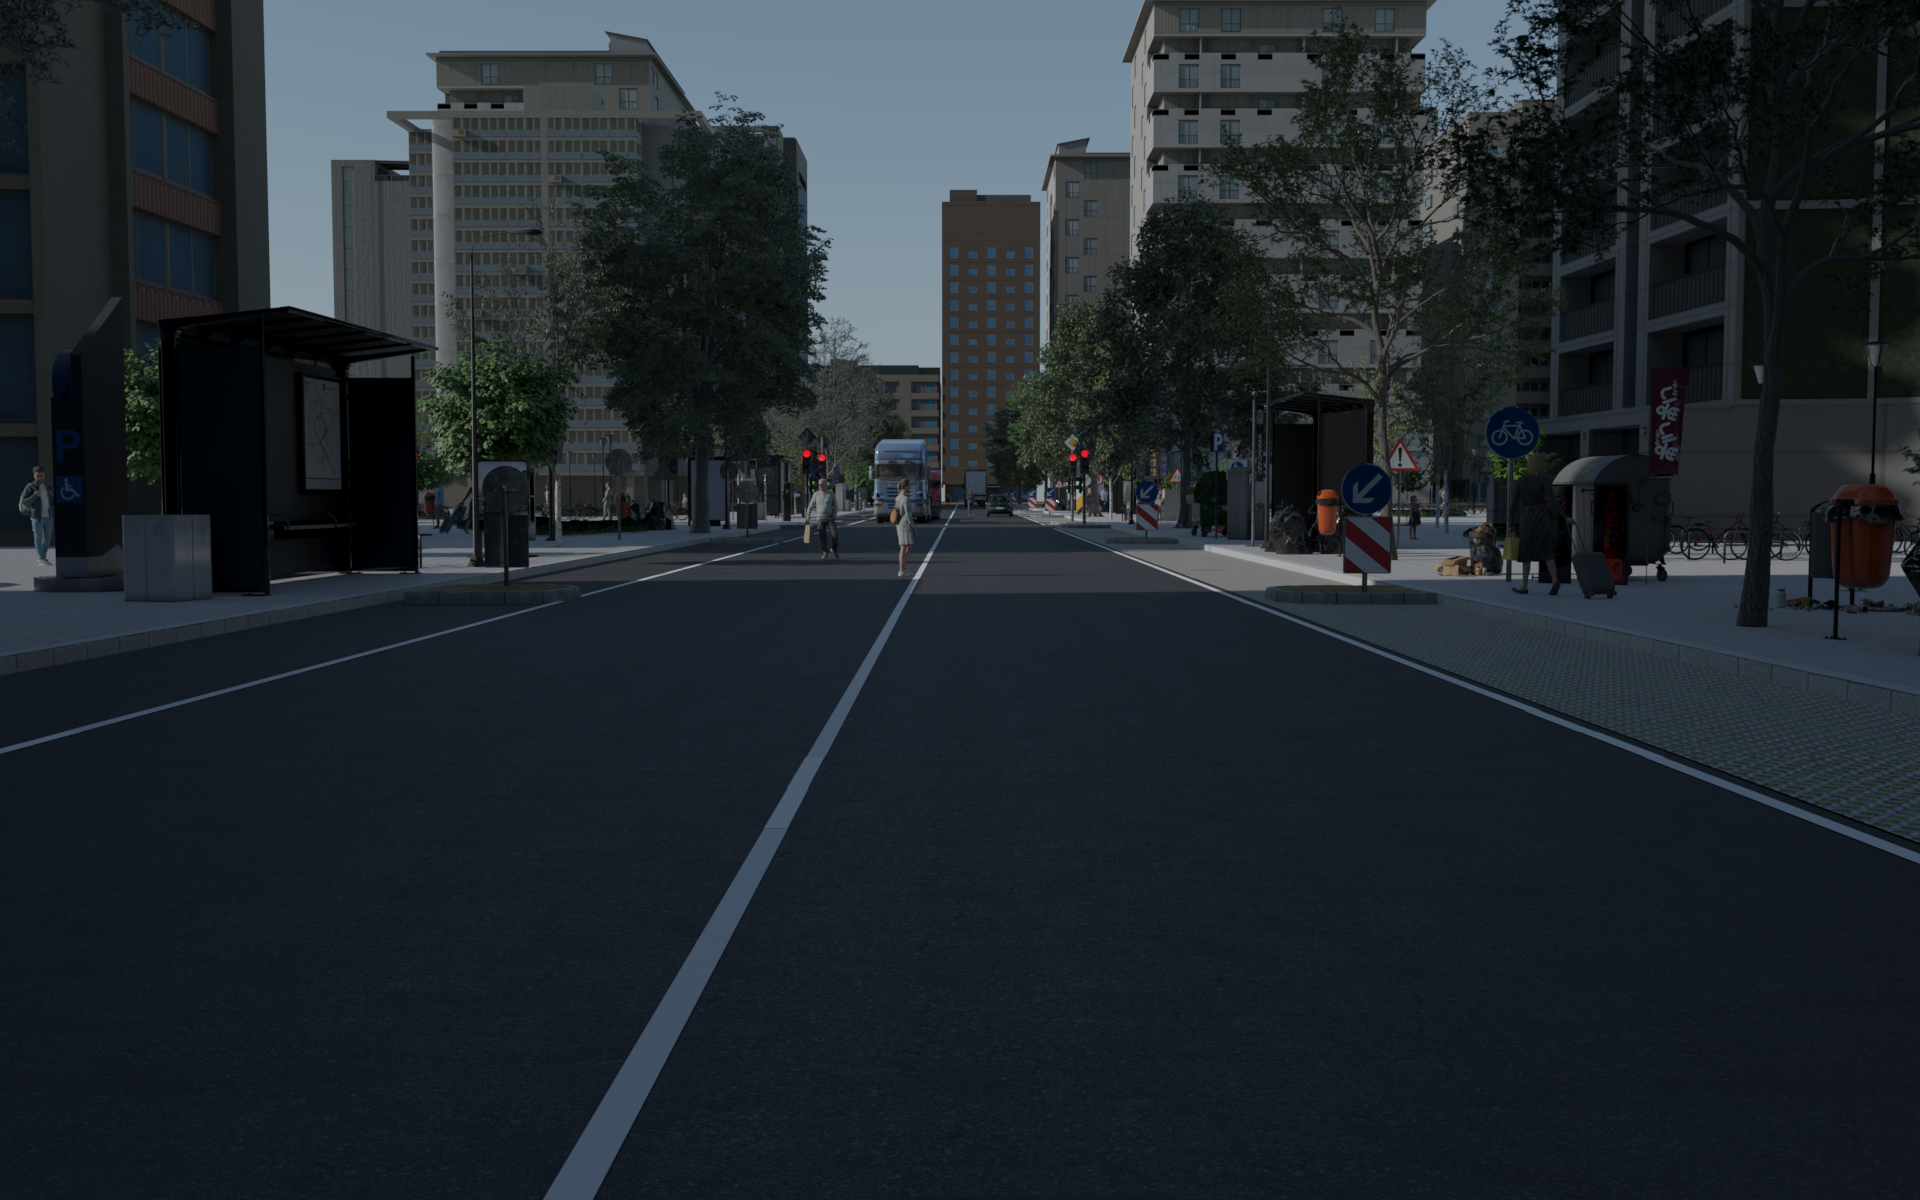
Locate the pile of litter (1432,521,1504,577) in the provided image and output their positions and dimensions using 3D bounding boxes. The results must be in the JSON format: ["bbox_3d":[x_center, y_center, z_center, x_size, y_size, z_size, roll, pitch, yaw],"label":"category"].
[{"bbox_3d":[8.069,-0.834,27.609,1.176,0.858,1.719,3,5,43],"label":"pile of litter"}]

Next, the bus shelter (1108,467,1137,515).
[{"bbox_3d":[10.208,-7.303,110.686,1.731,3.624,6.357,0,3,0],"label":"bus shelter"}]

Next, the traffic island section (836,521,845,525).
[{"bbox_3d":[-6.450,-3.605,81.229,2.009,0.180,2.903,0,3,0],"label":"traffic island section"}]

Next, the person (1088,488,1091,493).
[{"bbox_3d":[10.457,-8.190,140.132,0.728,1.800,0.709,-1,4,-22],"label":"person"}]

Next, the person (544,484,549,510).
[{"bbox_3d":[-21.690,-5.218,91.335,0.713,1.824,0.794,-1,4,-17],"label":"person"}]

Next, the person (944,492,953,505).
[{"bbox_3d":[-1.524,-13.509,230.085,1.217,1.736,0.721,2,4,25],"label":"person"}]

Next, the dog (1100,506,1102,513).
[{"bbox_3d":[9.530,-6.159,117.533,0.406,0.507,0.540,-3,4,-39],"label":"dog"}]

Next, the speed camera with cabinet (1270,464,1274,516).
[{"bbox_3d":[10.280,-3.593,53.085,0.660,3.252,2.038,-2,4,-29],"label":"speed camera with cabinet"}]

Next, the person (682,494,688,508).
[{"bbox_3d":[-18.523,-6.509,116.737,0.475,1.303,0.640,3,5,40],"label":"person"}]

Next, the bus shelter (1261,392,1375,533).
[{"bbox_3d":[8.760,-3.159,42.939,1.731,3.624,6.357,0,3,0],"label":"bus shelter"}]

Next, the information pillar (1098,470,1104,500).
[{"bbox_3d":[10.710,-8.577,131.582,0.504,3.616,0.183,-1,4,-19],"label":"information pillar"}]

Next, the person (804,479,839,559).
[{"bbox_3d":[-3.083,-1.805,38.494,0.782,1.767,0.515,0,4,-1],"label":"person"}]

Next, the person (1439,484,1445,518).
[{"bbox_3d":[25.154,-5.137,90.120,0.616,1.811,0.778,0,4,0],"label":"person"}]

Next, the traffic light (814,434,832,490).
[{"bbox_3d":[-6.410,-5.638,81.094,0.839,4.253,0.868,0,3,0],"label":"traffic light"}]

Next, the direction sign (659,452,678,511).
[{"bbox_3d":[-10.939,-4.464,64.981,0.876,3.537,0.379,2,4,29],"label":"direction sign"}]

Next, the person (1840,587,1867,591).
[{"bbox_3d":[11.810,-0.740,22.825,0.332,1.250,0.352,0,4,-4],"label":"person"}]

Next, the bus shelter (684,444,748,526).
[{"bbox_3d":[-10.076,-4.741,71.441,2.014,3.302,5.546,0,3,0],"label":"bus shelter"}]

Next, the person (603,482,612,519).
[{"bbox_3d":[-15.165,-4.146,74.096,0.573,1.790,0.520,-1,4,-11],"label":"person"}]

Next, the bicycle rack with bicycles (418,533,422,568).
[{"bbox_3d":[-10.547,-1.015,29.971,2.852,0.926,2.925,-2,4,-30],"label":"bicycle rack with bicycles"}]

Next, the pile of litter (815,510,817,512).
[{"bbox_3d":[-9.603,-6.545,120.969,1.176,0.858,1.719,-2,4,-27],"label":"pile of litter"}]

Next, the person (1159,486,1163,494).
[{"bbox_3d":[14.264,-7.176,123.374,0.555,1.821,0.388,3,4,37],"label":"person"}]

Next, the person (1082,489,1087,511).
[{"bbox_3d":[9.271,-7.472,128.459,0.529,1.795,0.600,3,4,37],"label":"person"}]

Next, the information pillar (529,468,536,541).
[{"bbox_3d":[-11.952,-2.655,47.908,0.304,2.012,0.304,-3,5,-42],"label":"information pillar"}]

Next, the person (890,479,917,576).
[{"bbox_3d":[-0.971,-1.270,30.267,0.522,1.701,0.512,-2,4,-28],"label":"person"}]

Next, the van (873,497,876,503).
[{"bbox_3d":[-6.224,-8.370,143.864,2.013,2.044,4.112,0,4,0],"label":"van"}]

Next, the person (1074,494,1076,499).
[{"bbox_3d":[9.270,-7.944,140.179,0.306,1.304,0.590,1,4,11],"label":"person"}]

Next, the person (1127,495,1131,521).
[{"bbox_3d":[8.001,-4.326,81.462,0.332,1.250,0.352,-3,5,-43],"label":"person"}]

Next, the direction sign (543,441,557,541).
[{"bbox_3d":[-11.211,-3.392,47.454,0.379,3.537,0.876,-3,5,-42],"label":"direction sign"}]

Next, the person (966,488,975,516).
[{"bbox_3d":[0.751,-6.523,115.323,0.661,1.801,0.590,-2,4,-25],"label":"person"}]

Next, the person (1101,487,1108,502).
[{"bbox_3d":[10.849,-7.587,130.355,0.793,1.790,0.793,-3,4,-36],"label":"person"}]

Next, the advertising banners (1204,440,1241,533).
[{"bbox_3d":[8.565,-3.708,56.819,0.090,3.025,2.074,-2,4,-29],"label":"advertising banners"}]

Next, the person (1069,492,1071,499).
[{"bbox_3d":[9.104,-8.288,141.412,0.638,1.841,0.748,-1,4,-19],"label":"person"}]

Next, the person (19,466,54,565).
[{"bbox_3d":[-16.548,-1.517,31.195,0.721,1.781,0.623,1,4,17],"label":"person"}]

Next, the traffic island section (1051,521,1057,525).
[{"bbox_3d":[5.291,-3.604,81.199,2.009,0.180,2.903,0,3,0],"label":"traffic island section"}]

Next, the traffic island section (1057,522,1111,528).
[{"bbox_3d":[5.275,-3.115,73.214,2.009,0.180,2.903,0,3,0],"label":"traffic island section"}]

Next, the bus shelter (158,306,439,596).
[{"bbox_3d":[-9.211,-2.047,24.756,1.731,3.624,6.357,0,3,0],"label":"bus shelter"}]

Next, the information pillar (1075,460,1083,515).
[{"bbox_3d":[7.402,-7.079,107.099,0.504,3.616,0.183,3,5,40],"label":"information pillar"}]

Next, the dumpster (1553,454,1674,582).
[{"bbox_3d":[9.833,-1.243,26.077,1.264,1.857,1.865,0,4,0],"label":"dumpster"}]

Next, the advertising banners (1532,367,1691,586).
[{"bbox_3d":[9.152,-1.725,24.389,2.074,3.025,0.090,2,4,31],"label":"advertising banners"}]

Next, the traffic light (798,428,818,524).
[{"bbox_3d":[-6.427,-5.149,73.109,0.839,4.253,0.868,0,3,0],"label":"traffic light"}]

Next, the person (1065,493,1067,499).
[{"bbox_3d":[11.699,-11.191,189.809,0.721,1.735,1.217,1,4,18],"label":"person"}]

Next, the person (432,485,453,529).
[{"bbox_3d":[-19.111,-3.545,63.871,0.748,1.841,0.638,-1,4,-10],"label":"person"}]

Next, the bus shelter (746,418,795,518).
[{"bbox_3d":[-10.441,-7.109,93.866,2.179,5.291,8.768,0,4,0],"label":"bus shelter"}]

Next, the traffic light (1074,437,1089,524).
[{"bbox_3d":[5.235,-5.149,73.100,0.839,4.253,0.868,0,3,0],"label":"traffic light"}]

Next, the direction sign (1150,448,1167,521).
[{"bbox_3d":[9.477,-5.549,82.721,0.876,3.537,0.379,2,4,33],"label":"direction sign"}]

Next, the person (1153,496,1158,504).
[{"bbox_3d":[12.738,-6.415,112.735,0.589,1.601,0.330,0,4,-2],"label":"person"}]

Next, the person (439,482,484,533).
[{"bbox_3d":[-16.150,-3.071,56.470,1.509,1.804,0.699,1,4,11],"label":"person"}]

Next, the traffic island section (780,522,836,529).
[{"bbox_3d":[-6.467,-3.117,73.244,2.009,0.180,2.903,0,3,0],"label":"traffic island section"}]

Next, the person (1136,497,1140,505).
[{"bbox_3d":[13.825,-7.924,135.694,0.616,1.811,0.778,-2,4,-27],"label":"person"}]

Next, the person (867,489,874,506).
[{"bbox_3d":[-9.242,-10.652,180.299,0.705,1.812,1.348,2,4,30],"label":"person"}]

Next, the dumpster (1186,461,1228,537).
[{"bbox_3d":[7.679,-3.042,52.227,1.502,2.255,1.985,0,4,0],"label":"dumpster"}]

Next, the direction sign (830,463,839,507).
[{"bbox_3d":[-9.238,-8.178,125.715,0.876,3.537,0.379,0,4,7],"label":"direction sign"}]

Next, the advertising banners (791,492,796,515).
[{"bbox_3d":[-11.082,-6.779,107.026,2.074,3.025,0.090,-2,4,-33],"label":"advertising banners"}]

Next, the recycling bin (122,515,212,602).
[{"bbox_3d":[-9.573,-0.512,20.926,0.722,1.027,0.722,1,4,15],"label":"recycling bin"}]

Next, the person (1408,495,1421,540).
[{"bbox_3d":[12.846,-2.334,48.872,0.362,1.253,0.373,-2,4,-24],"label":"person"}]

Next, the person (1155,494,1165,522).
[{"bbox_3d":[9.306,-4.300,80.622,0.475,1.303,0.640,1,4,11],"label":"person"}]

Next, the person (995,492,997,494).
[{"bbox_3d":[4.498,-12.581,214.922,1.217,1.743,0.721,2,4,29],"label":"person"}]

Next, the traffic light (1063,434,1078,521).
[{"bbox_3d":[5.251,-5.637,81.086,0.839,4.253,0.868,0,3,0],"label":"traffic light"}]

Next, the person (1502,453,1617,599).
[{"bbox_3d":[7.487,-0.949,21.773,0.699,1.804,1.509,-1,4,-19],"label":"person"}]
